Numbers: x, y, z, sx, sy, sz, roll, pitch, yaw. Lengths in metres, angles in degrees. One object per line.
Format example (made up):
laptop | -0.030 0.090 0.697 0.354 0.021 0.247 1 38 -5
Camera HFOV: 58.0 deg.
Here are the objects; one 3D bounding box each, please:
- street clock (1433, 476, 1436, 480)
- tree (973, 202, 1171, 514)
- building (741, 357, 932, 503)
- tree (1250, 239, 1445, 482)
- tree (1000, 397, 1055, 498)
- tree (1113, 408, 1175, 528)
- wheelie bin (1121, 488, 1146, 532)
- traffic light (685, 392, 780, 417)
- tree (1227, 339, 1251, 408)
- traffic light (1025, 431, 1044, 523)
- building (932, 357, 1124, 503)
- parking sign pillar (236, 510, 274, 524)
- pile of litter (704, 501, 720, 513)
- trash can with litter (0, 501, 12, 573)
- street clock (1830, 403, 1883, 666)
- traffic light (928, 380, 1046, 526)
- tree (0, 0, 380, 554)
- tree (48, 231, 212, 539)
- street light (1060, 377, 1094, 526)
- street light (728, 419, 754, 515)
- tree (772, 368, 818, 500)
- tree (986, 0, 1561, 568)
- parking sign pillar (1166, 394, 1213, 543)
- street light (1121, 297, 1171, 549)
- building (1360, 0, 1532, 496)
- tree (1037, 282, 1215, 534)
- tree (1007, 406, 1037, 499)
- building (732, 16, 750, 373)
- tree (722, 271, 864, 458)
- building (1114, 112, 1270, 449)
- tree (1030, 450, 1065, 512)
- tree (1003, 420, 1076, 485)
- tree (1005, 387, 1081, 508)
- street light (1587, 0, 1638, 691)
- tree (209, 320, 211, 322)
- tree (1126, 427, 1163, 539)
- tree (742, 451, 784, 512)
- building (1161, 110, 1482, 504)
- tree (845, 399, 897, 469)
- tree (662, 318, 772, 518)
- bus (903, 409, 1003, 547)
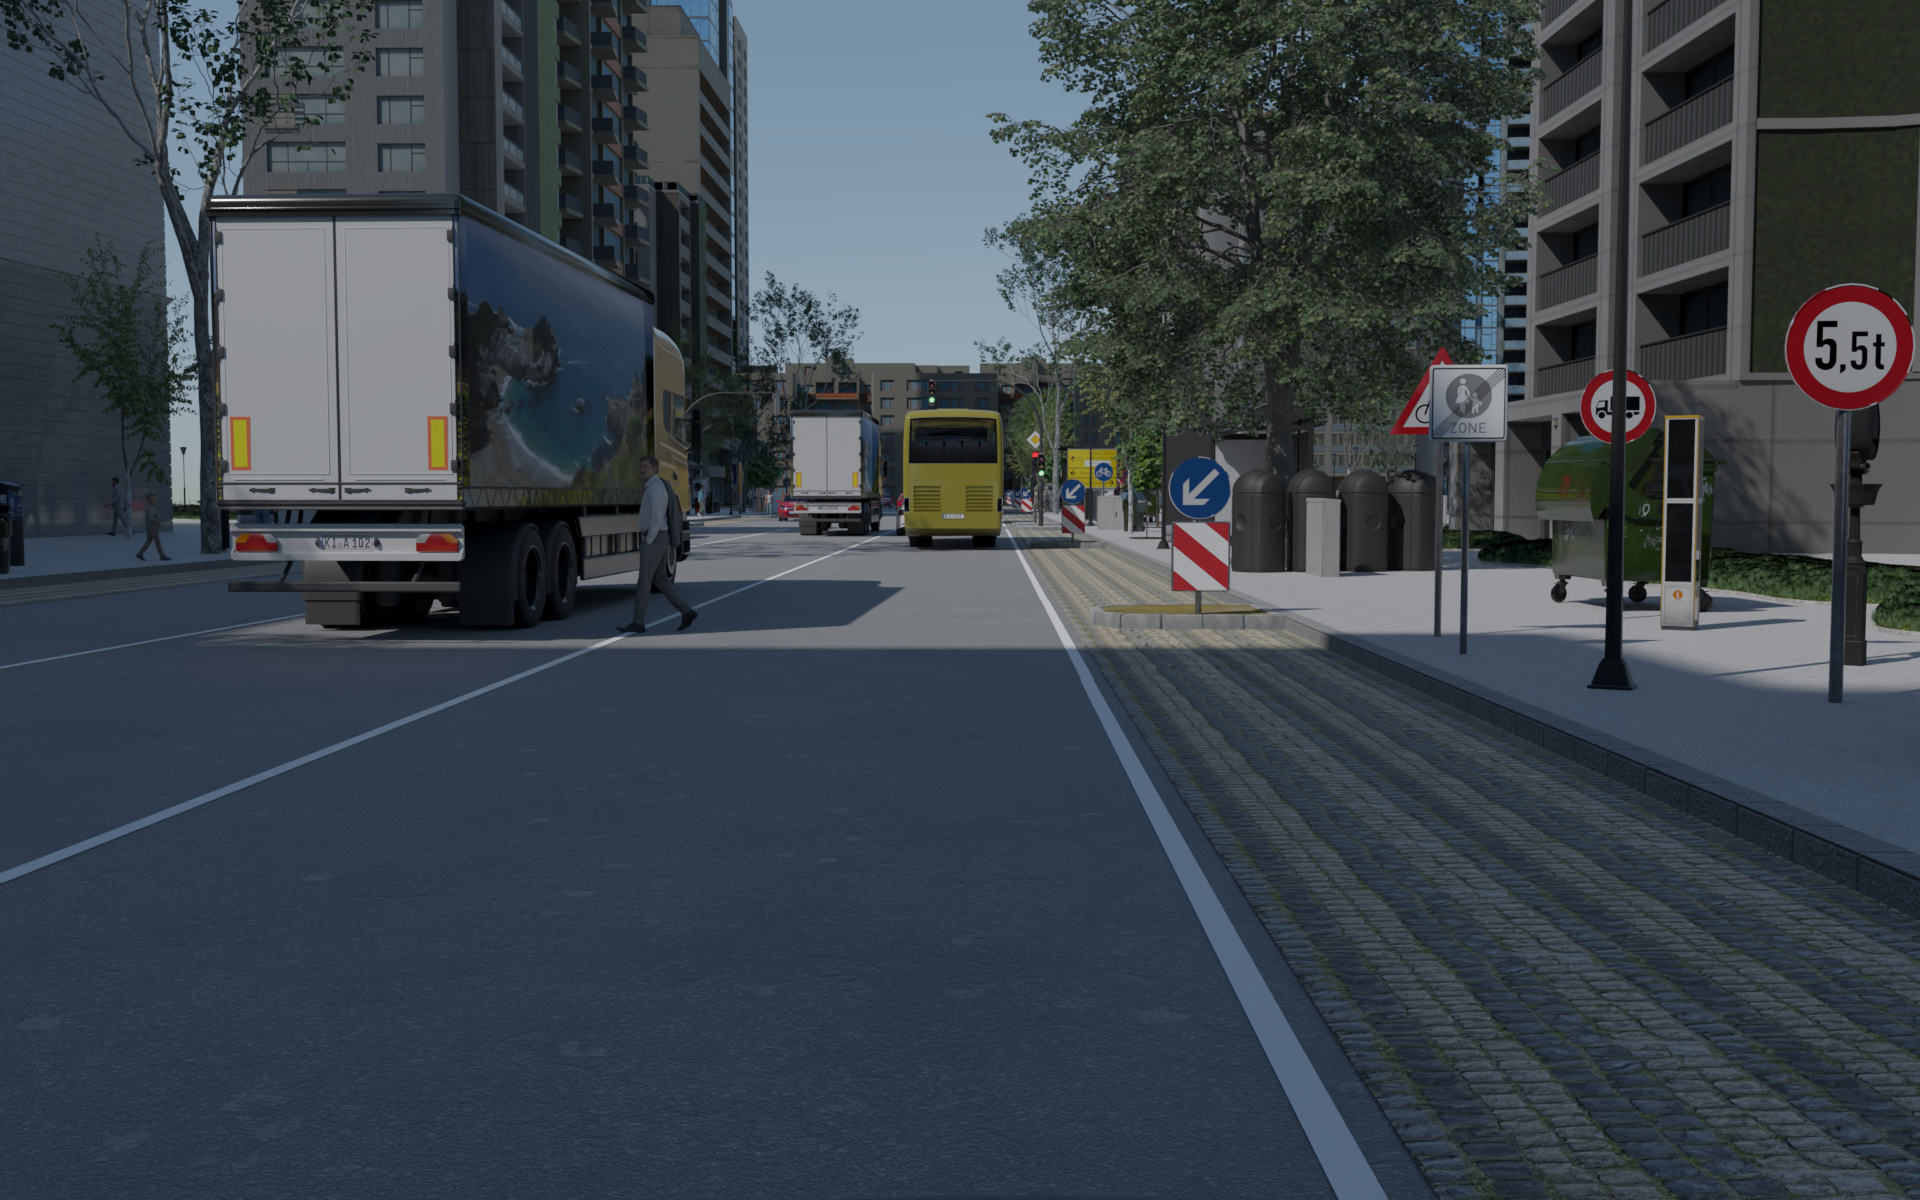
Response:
street clock | 18.428 -3.864 67.749 0.358 2.002 0.471 0 4 2
tree | 6.989 -15.548 110.094 12.611 20.169 13.585 0 3 0
building | -17.826 -25.425 260.737 28.899 21.520 27.650 0 4 1
tree | 11.400 -6.071 49.619 4.360 8.622 3.978 0 3 0
tree | 7.899 -18.817 218.034 12.009 13.543 11.850 0 3 0
tree | 7.499 -5.035 66.032 4.285 4.588 4.351 0 3 0
wheelie bin | 5.901 -3.131 59.102 0.693 1.594 0.980 3 4 36
traffic light | -10.436 -6.271 77.200 4.771 5.953 1.251 0 4 1
tree | 11.074 -6.532 57.166 4.360 8.622 3.978 0 3 0
traffic light | 3.331 -5.385 76.961 0.839 4.253 0.868 0 4 1
building | 11.081 -25.441 260.997 28.899 21.520 27.650 0 4 1
parking sign pillar | -27.838 -4.885 68.345 1.447 3.967 1.447 -3 5 -40
pile of litter | -17.176 -6.497 120.199 1.176 0.858 1.719 1 4 12
trash can with litter | -15.755 -1.012 27.938 1.055 1.170 0.624 3 4 38
street clock | 6.693 -0.513 12.958 0.358 2.002 0.471 3 4 38
traffic light | 1.110 -5.762 68.869 4.771 5.953 1.251 0 4 1
tree | -17.102 -10.990 35.572 12.611 20.169 13.585 0 3 0
tree | -23.617 -6.065 49.529 4.737 8.622 4.395 0 3 0
street light | 4.666 -5.896 68.940 1.470 5.913 1.316 0 4 1
street light | -13.570 -8.200 106.605 1.470 5.913 1.316 0 4 1
tree | -14.726 -11.210 117.697 8.767 10.594 7.601 -1 4 -12
tree | 5.478 -7.548 30.067 9.857 13.997 8.962 0 3 0
parking sign pillar | 6.069 -3.511 45.881 1.447 3.967 1.447 2 4 23
street light | 4.211 -4.143 40.277 1.470 5.913 1.316 0 4 1
building | 61.461 -54.494 203.643 31.000 86.520 22.319 0 4 1
tree | 5.477 -6.444 55.716 4.737 8.622 4.395 0 3 0
tree | 7.193 -11.467 137.847 4.737 8.622 4.395 0 3 0
building | -42.891 -50.053 256.611 20.611 71.187 20.563 0 4 1
tree | -14.025 -17.750 146.109 12.611 20.169 13.585 0 3 0
building | 29.488 -33.475 201.934 22.147 44.769 28.867 0 4 1
tree | 6.684 -8.601 124.346 4.285 4.588 4.351 0 3 0
tree | 8.484 -15.809 192.889 8.767 10.594 7.601 0 4 -5
tree | 7.925 -14.612 164.657 9.928 11.665 9.643 0 3 0
street light | 3.783 -2.371 11.311 1.470 5.913 1.316 0 4 1
tree | -22.827 -6.588 58.082 4.360 8.622 3.978 0 3 0
tree | 5.306 -3.348 49.343 1.663 3.219 1.824 0 3 0
tree | -14.259 -8.641 125.001 4.285 4.588 4.351 0 3 0
building | 33.441 -29.587 175.626 32.217 40.220 23.993 0 4 1
tree | -13.133 -19.227 224.728 12.009 13.543 11.850 0 3 0
tree | -14.494 -9.580 91.049 8.767 10.594 7.601 0 4 -7
bus | -0.232 -3.558 49.728 2.896 3.916 12.252 0 4 -1
